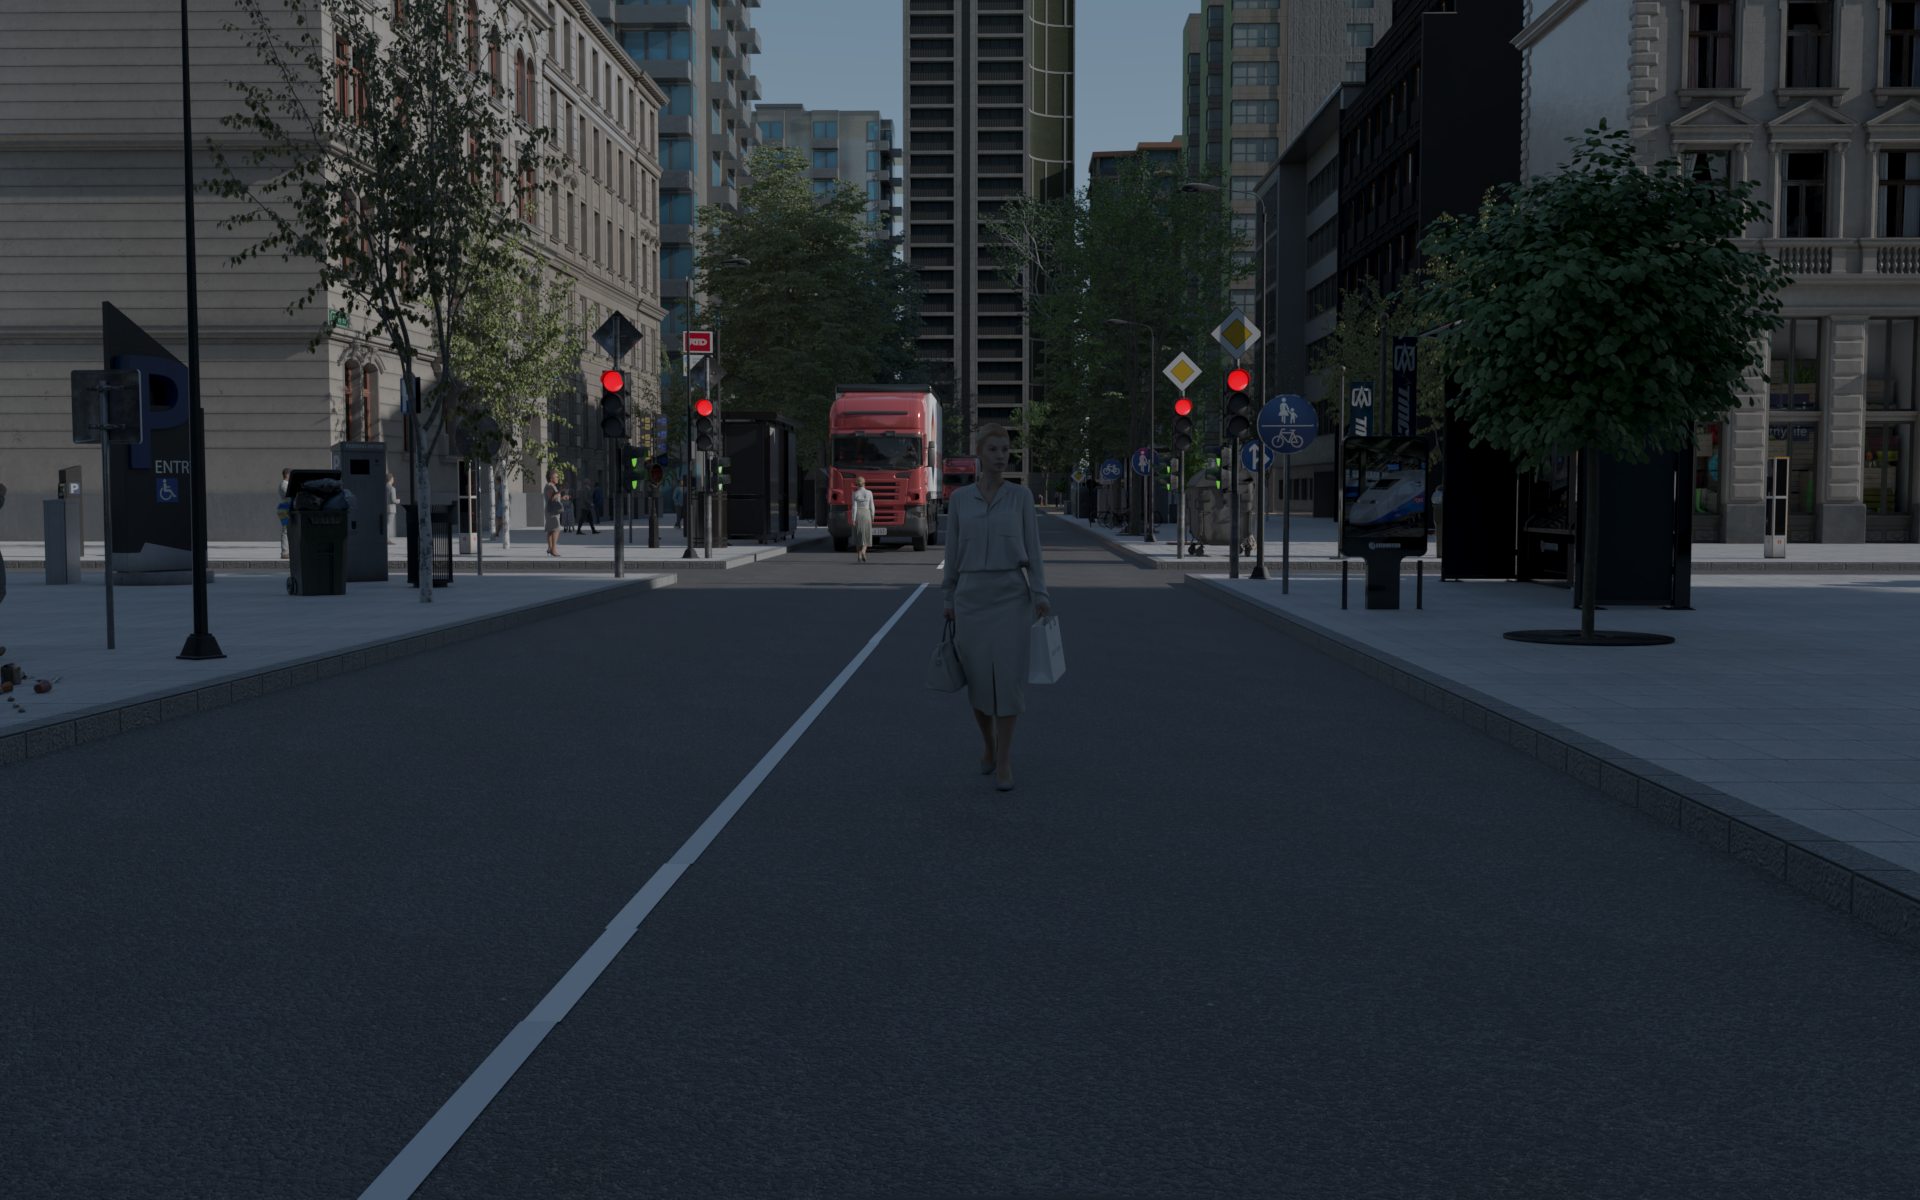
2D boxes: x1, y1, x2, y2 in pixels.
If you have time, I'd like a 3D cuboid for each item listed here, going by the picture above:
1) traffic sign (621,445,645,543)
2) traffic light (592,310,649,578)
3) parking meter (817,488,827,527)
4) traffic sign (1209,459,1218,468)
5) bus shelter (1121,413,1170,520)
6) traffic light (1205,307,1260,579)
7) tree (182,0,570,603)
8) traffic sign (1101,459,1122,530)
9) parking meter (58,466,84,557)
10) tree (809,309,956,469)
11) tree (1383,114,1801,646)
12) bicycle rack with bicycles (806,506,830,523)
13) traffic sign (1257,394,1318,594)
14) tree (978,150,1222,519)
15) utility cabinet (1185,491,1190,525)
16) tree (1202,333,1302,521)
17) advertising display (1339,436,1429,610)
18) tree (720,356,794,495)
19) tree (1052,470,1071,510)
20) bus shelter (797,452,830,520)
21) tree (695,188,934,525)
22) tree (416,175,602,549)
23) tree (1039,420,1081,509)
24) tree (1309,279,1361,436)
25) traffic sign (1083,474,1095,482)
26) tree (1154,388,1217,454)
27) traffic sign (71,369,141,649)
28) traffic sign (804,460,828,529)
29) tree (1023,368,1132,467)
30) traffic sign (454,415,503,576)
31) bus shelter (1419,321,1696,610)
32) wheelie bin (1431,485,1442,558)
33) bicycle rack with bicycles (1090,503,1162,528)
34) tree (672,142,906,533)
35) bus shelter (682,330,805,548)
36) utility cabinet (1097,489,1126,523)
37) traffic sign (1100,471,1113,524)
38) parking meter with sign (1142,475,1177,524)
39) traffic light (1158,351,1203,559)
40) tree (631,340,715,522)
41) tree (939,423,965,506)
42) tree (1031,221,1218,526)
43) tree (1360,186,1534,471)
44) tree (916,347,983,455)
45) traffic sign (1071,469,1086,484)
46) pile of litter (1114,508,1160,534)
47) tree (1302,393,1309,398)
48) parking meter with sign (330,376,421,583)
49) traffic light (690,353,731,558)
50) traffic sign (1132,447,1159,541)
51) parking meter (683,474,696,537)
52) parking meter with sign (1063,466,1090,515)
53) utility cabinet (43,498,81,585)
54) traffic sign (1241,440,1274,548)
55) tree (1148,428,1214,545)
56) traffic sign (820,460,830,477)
[{"bbox_3d":[-8.613,-2.760,45.224,0.768,2.556,0.104,0,4,4],"label":"traffic sign"},{"bbox_3d":[-5.209,-2.296,26.457,0.839,4.253,0.868,0,4,1],"label":"traffic light"},{"bbox_3d":[-5.410,-3.643,67.979,0.372,1.533,0.369,0,3,0],"label":"parking meter"},{"bbox_3d":[6.775,-2.687,46.067,0.606,2.300,0.079,1,4,11],"label":"traffic sign"},{"bbox_3d":[8.831,-6.443,82.982,2.179,5.291,8.768,0,4,2],"label":"bus shelter"},{"bbox_3d":[4.149,-2.282,26.232,0.839,4.253,0.868,0,4,1],"label":"traffic light"},{"bbox_3d":[-6.397,-4.261,20.035,4.360,8.622,3.978,0,3,0],"label":"tree"},{"bbox_3d":[5.458,-3.815,62.474,0.768,2.556,0.104,0,4,5],"label":"traffic sign"},{"bbox_3d":[-18.131,-1.811,35.317,0.255,1.863,0.399,2,4,32],"label":"parking meter"},{"bbox_3d":[-5.066,-11.339,102.401,9.611,12.733,9.660,0,3,0],"label":"tree"},{"bbox_3d":[5.459,-1.924,15.170,4.285,4.588,4.351,0,3,0],"label":"tree"},{"bbox_3d":[-5.107,-3.871,76.667,2.852,0.926,2.925,-3,4,-36],"label":"bicycle rack with bicycles"},{"bbox_3d":[4.175,-1.348,22.146,0.768,2.556,0.104,0,4,8],"label":"traffic sign"},{"bbox_3d":[7.643,-14.653,95.459,12.611,20.169,13.585,0,3,0],"label":"tree"},{"bbox_3d":[9.511,-3.857,71.747,0.318,1.500,1.173,1,4,17],"label":"utility cabinet"},{"bbox_3d":[12.984,-7.824,78.284,4.360,8.622,3.978,0,3,0],"label":"tree"},{"bbox_3d":[4.701,-0.857,19.225,0.974,1.923,0.123,0,4,-4],"label":"advertising display"},{"bbox_3d":[-10.329,-8.476,88.952,4.360,8.622,3.978,0,3,0],"label":"tree"},{"bbox_3d":[8.366,-8.871,139.645,1.663,3.219,1.824,0,3,0],"label":"tree"},{"bbox_3d":[-7.117,-5.937,88.360,1.731,3.624,6.357,0,4,1],"label":"bus shelter"},{"bbox_3d":[-5.850,-10.115,72.032,9.857,13.997,8.962,0,3,0],"label":"tree"},{"bbox_3d":[-10.502,-5.484,40.020,4.737,8.622,4.395,0,3,0],"label":"tree"},{"bbox_3d":[8.621,-12.101,148.211,4.737,8.622,4.395,0,3,0],"label":"tree"},{"bbox_3d":[13.836,-6.469,56.136,4.737,8.622,4.395,0,3,0],"label":"tree"},{"bbox_3d":[8.101,-6.628,108.474,0.768,2.556,0.104,0,4,8],"label":"traffic sign"},{"bbox_3d":[13.242,-9.478,105.323,4.737,8.622,4.395,0,3,0],"label":"tree"},{"bbox_3d":[-7.031,-0.743,14.283,0.606,2.300,0.079,0,4,8],"label":"traffic sign"},{"bbox_3d":[-5.360,-3.939,64.412,0.884,2.594,0.081,0,4,3],"label":"traffic sign"},{"bbox_3d":[8.552,-11.856,128.257,8.767,10.594,7.601,-2,4,-30],"label":"tree"},{"bbox_3d":[-7.569,-1.659,27.235,0.768,2.556,0.104,0,4,3],"label":"traffic sign"},{"bbox_3d":[7.442,-1.891,22.202,1.731,3.624,6.357,0,4,2],"label":"bus shelter"},{"bbox_3d":[9.858,-1.638,34.683,0.693,1.594,0.980,3,5,44],"label":"wheelie bin"},{"bbox_3d":[6.363,-3.223,66.079,2.925,0.926,2.852,-1,4,-20],"label":"bicycle rack with bicycles"},{"bbox_3d":[-5.701,-8.492,56.976,7.486,12.596,7.792,0,3,0],"label":"tree"},{"bbox_3d":[-5.641,-4.130,45.163,2.179,5.291,8.768,0,4,1],"label":"bus shelter"},{"bbox_3d":[6.523,-4.030,74.570,1.173,1.500,0.318,-1,4,-10],"label":"utility cabinet"},{"bbox_3d":[6.264,-4.392,73.941,0.606,2.300,0.079,1,4,10],"label":"traffic sign"},{"bbox_3d":[8.679,-4.824,75.137,1.738,3.016,0.543,-1,4,-22],"label":"parking meter with sign"},{"bbox_3d":[4.355,-2.770,34.215,0.839,4.253,0.868,0,4,1],"label":"traffic light"},{"bbox_3d":[-13.292,-7.949,80.336,4.737,8.622,4.395,0,3,0],"label":"tree"},{"bbox_3d":[-1.856,-13.744,175.071,4.737,8.622,4.395,0,3,0],"label":"tree"},{"bbox_3d":[6.500,-9.171,68.073,7.486,12.596,7.792,0,3,0],"label":"tree"},{"bbox_3d":[13.017,-5.639,42.564,4.737,8.622,4.395,0,3,0],"label":"tree"},{"bbox_3d":[-2.555,-14.230,143.033,12.009,13.543,11.850,0,3,0],"label":"tree"},{"bbox_3d":[6.025,-5.393,87.908,0.795,2.593,0.064,0,4,8],"label":"traffic sign"},{"bbox_3d":[5.806,-2.611,56.648,1.176,0.858,1.719,-2,4,-29],"label":"pile of litter"},{"bbox_3d":[14.529,-8.115,83.046,4.360,8.622,3.978,0,3,0],"label":"tree"},{"bbox_3d":[-8.819,-1.780,25.367,1.738,3.016,0.543,-3,5,-41],"label":"parking meter with sign"},{"bbox_3d":[-5.003,-2.784,34.439,0.839,4.253,0.868,0,4,1],"label":"traffic light"},{"bbox_3d":[5.079,-2.890,47.361,0.768,2.556,0.104,0,4,4],"label":"traffic sign"},{"bbox_3d":[-8.043,-2.801,51.510,0.255,1.863,0.399,-3,5,-39],"label":"parking meter"},{"bbox_3d":[7.202,-6.782,107.142,1.738,3.016,0.543,-3,4,-36],"label":"parking meter with sign"},{"bbox_3d":[-12.945,-0.844,24.964,0.306,1.237,1.020,-1,4,-17],"label":"utility cabinet"},{"bbox_3d":[7.013,-2.497,40.936,0.768,2.556,0.104,0,4,8],"label":"traffic sign"},{"bbox_3d":[5.586,-3.005,43.737,1.663,3.219,1.824,0,3,0],"label":"tree"},{"bbox_3d":[-4.689,-3.859,62.822,0.795,2.593,0.064,0,4,6],"label":"traffic sign"}]
